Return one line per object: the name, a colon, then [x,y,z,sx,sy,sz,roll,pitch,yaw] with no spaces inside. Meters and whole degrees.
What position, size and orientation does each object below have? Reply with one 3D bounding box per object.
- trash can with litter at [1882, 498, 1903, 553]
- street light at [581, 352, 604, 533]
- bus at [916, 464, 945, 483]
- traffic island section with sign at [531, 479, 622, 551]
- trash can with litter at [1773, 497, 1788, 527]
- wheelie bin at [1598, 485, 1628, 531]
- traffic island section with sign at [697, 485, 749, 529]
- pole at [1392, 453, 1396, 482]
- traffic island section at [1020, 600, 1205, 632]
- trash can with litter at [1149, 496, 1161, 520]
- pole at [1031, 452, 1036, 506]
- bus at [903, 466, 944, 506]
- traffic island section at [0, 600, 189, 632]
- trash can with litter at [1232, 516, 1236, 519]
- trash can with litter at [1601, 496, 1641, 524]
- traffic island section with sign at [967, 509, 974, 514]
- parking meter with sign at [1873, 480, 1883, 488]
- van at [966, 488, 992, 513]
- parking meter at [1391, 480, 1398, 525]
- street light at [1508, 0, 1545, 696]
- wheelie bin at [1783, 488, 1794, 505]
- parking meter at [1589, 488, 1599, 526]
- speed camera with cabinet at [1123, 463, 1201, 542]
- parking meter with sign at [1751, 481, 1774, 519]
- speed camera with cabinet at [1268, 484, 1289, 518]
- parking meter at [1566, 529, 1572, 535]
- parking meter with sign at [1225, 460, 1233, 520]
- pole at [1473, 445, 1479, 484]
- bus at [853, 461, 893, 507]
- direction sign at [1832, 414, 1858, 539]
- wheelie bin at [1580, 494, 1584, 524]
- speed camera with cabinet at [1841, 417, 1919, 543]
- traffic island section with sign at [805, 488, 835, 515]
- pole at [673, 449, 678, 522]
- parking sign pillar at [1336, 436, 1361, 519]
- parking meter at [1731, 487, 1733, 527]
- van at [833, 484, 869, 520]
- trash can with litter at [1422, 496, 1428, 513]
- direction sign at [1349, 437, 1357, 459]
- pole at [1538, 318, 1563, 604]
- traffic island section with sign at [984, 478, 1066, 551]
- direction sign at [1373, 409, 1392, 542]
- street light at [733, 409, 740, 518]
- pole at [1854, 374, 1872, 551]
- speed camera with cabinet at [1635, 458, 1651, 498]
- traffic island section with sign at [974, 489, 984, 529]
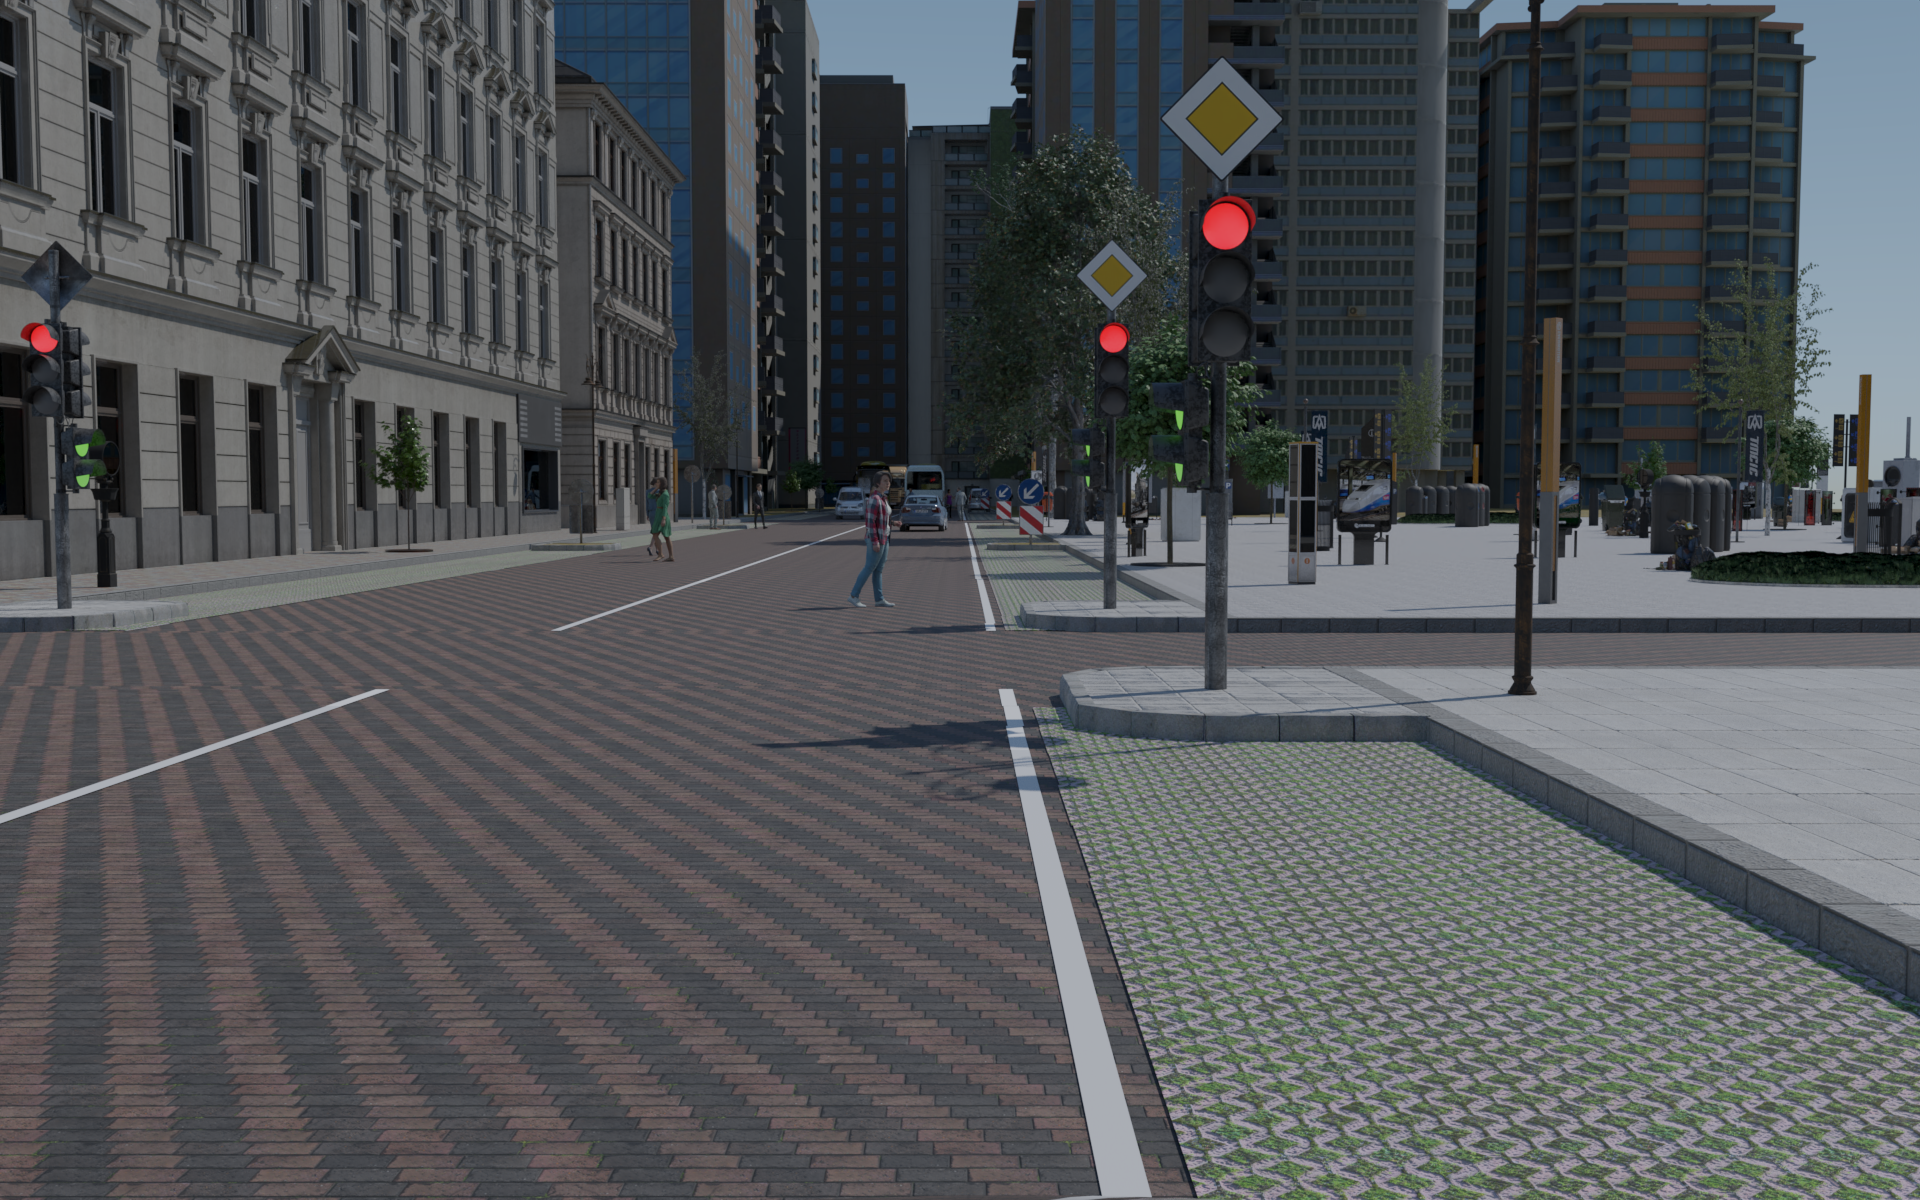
trash can with litter: [17.714,-1.346,33.068,1.678,1.210,2.233,0,4,1]
street light: [-11.991,-5.131,56.676,0.468,5.910,1.993,0,3,0]
bus: [-2.692,-9.020,139.022,2.896,3.916,12.252,0,4,0]
traffic island section with sign: [-9.740,-2.179,44.255,1.989,1.847,2.006,0,3,0]
trash can with litter: [32.287,-3.461,67.972,0.624,1.170,1.055,1,4,12]
wheelie bin: [22.711,-3.207,60.348,0.980,1.594,0.693,0,4,0]
traffic island section with sign: [-9.742,-3.842,71.437,1.989,1.847,2.006,0,3,0]
pole: [21.479,-5.618,85.692,0.158,3.312,0.155,0,3,0]
traffic island section: [1.701,0.176,19.395,2.009,0.180,2.903,0,3,0]
trash can with litter: [9.684,-4.510,84.800,2.233,1.210,1.678,3,5,44]
pole: [3.545,-5.477,83.385,0.158,3.312,0.155,0,3,0]
bus: [-2.457,-7.538,118.109,2.948,3.499,13.247,0,4,-1]
traffic island section: [-10.041,0.177,19.393,2.009,0.180,2.903,0,3,0]
trash can with litter: [13.977,-4.874,90.754,1.678,1.210,2.233,3,4,38]
trash can with litter: [28.516,-3.844,73.912,2.233,1.210,1.678,1,4,12]
traffic island section with sign: [1.637,-6.926,121.867,1.989,1.847,2.006,0,3,0]
parking meter with sign: [48.859,-5.850,91.905,1.738,3.016,0.543,2,4,33]
van: [1.414,-7.500,129.637,2.013,2.044,4.112,0,4,-1]
parking meter: [18.129,-4.090,72.587,0.399,1.863,0.255,-3,4,-36]
street light: [3.608,-2.333,10.933,0.468,5.910,1.993,0,3,0]
wheelie bin: [43.567,-5.073,90.848,0.693,1.594,0.980,0,4,7]
parking meter: [25.558,-3.756,69.827,0.372,1.533,0.369,0,3,0]
speed camera with cabinet: [5.458,-3.209,46.796,2.038,3.252,0.660,-1,4,-9]
parking meter with sign: [41.177,-5.708,89.583,1.738,3.016,0.543,3,4,39]
speed camera with cabinet: [17.771,-6.107,94.185,2.038,3.252,0.660,-1,4,-19]
parking meter: [18.896,-2.953,53.991,0.399,1.863,0.255,-2,4,-29]
parking meter with sign: [13.444,-5.571,87.345,0.543,3.016,1.738,0,4,-2]
pole: [21.282,-4.750,71.513,0.158,3.312,0.155,0,3,0]
bus: [-6.583,-8.641,132.833,2.896,3.916,12.252,0,4,-2]
direction sign: [25.104,-3.493,49.103,0.876,3.537,0.379,-1,4,-13]
wheelie bin: [26.623,-4.119,75.248,0.693,1.594,0.980,-1,4,-15]
speed camera with cabinet: [23.921,-3.100,45.023,0.660,3.252,2.038,-1,4,-15]
traffic island section with sign: [-9.786,-6.882,121.152,1.989,1.847,2.006,0,3,0]
pole: [-12.867,-5.165,78.294,0.158,3.312,0.155,0,3,0]
parking sign pillar: [18.268,-5.637,80.638,1.447,3.967,1.447,0,4,-2]
parking meter: [24.829,-2.920,56.156,0.372,1.533,0.369,0,3,0]
van: [-6.184,-5.607,98.687,2.013,2.044,4.112,0,4,-1]
trash can with litter: [21.579,-4.213,79.942,1.678,1.210,2.233,1,4,19]
direction sign: [15.621,-4.703,68.895,0.379,3.537,0.876,2,4,33]
pole: [6.880,-1.611,20.183,0.158,3.312,0.155,0,3,0]
traffic island section with sign: [1.688,-2.194,44.503,1.989,1.847,2.006,0,3,0]
direction sign: [11.274,-3.320,46.286,0.379,3.537,0.876,3,5,44]
street light: [-12.082,-7.405,93.865,0.468,5.910,1.993,0,3,0]
pole: [15.415,-2.186,29.581,0.158,3.312,0.155,0,3,0]
speed camera with cabinet: [37.589,-6.080,93.748,0.660,3.252,2.038,-2,4,-33]
traffic island section with sign: [1.675,-3.847,71.530,1.989,1.847,2.006,0,3,0]
